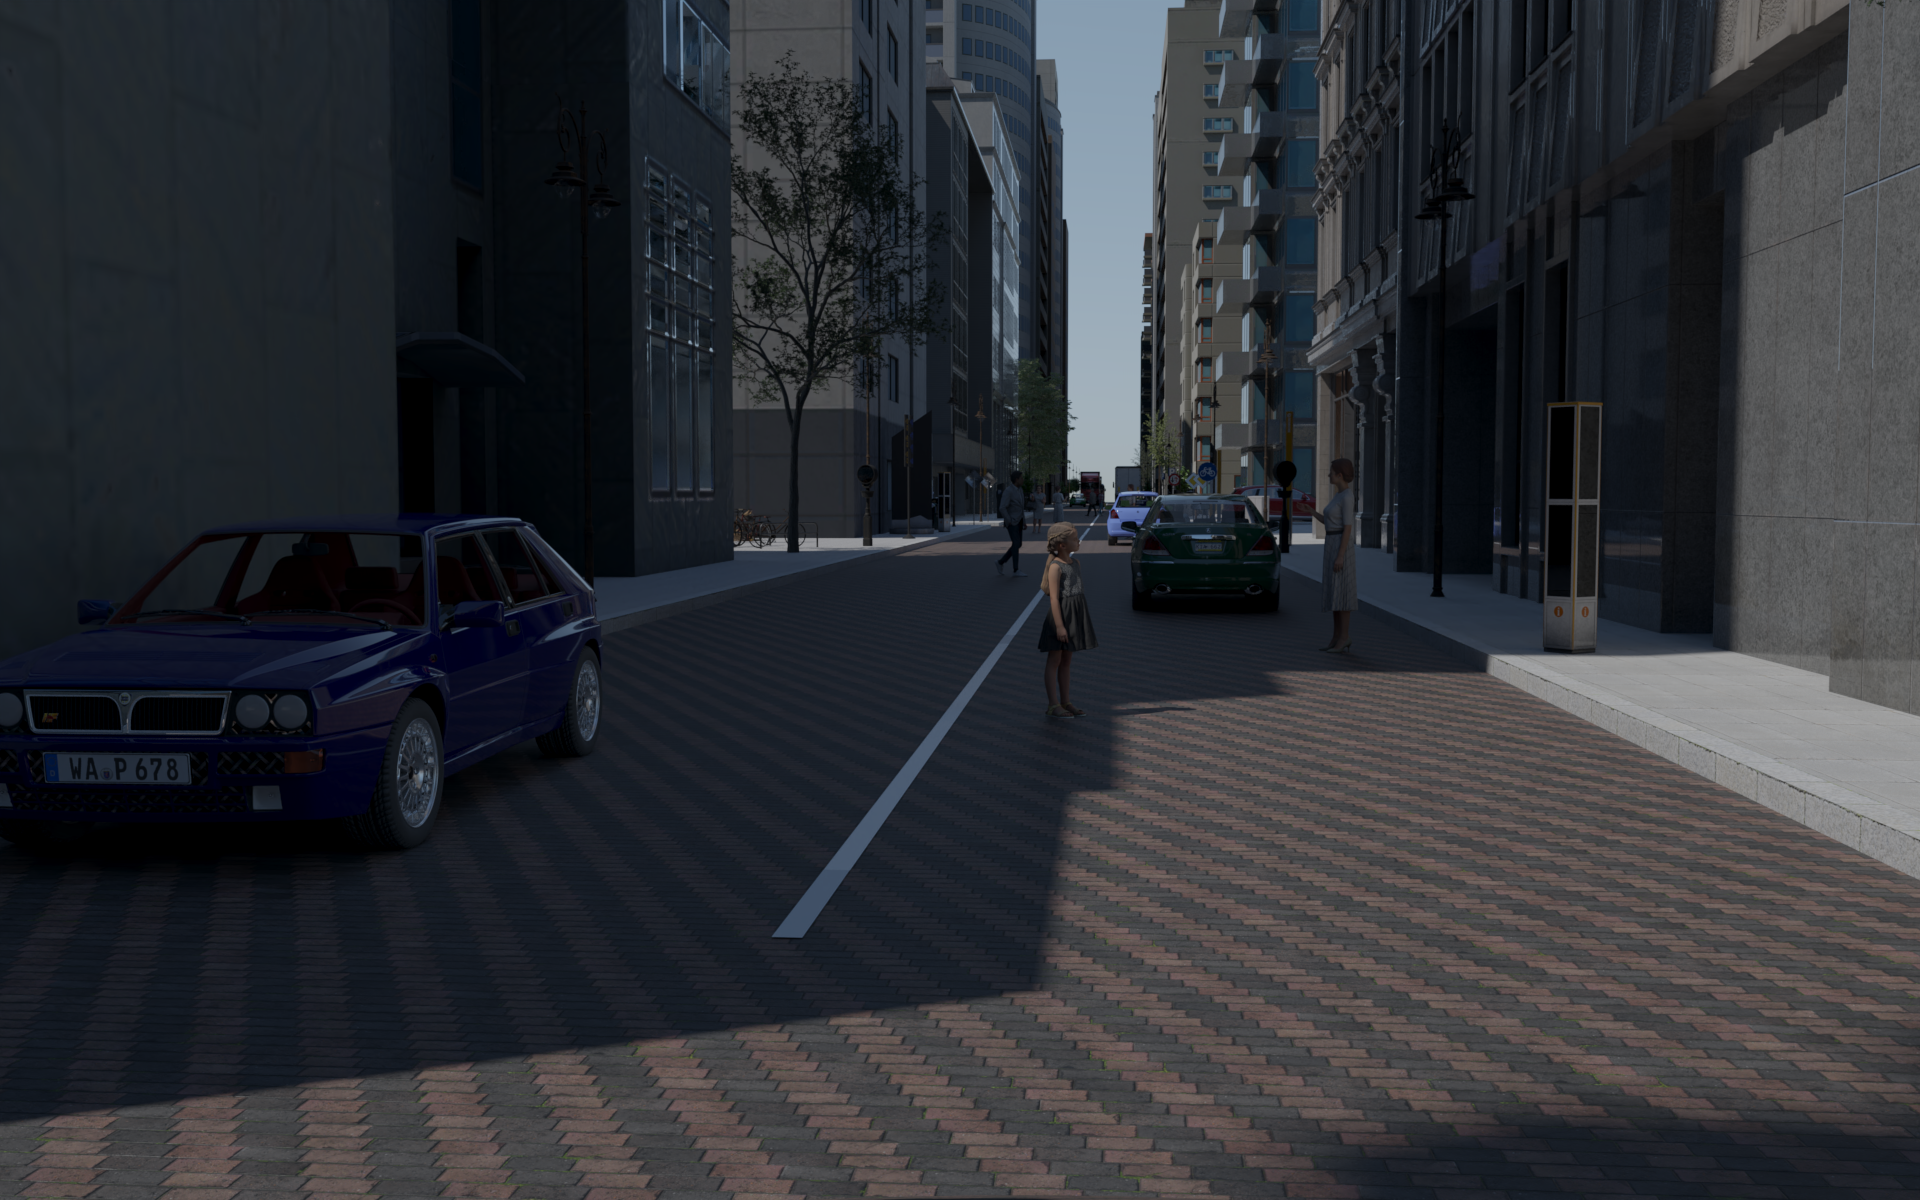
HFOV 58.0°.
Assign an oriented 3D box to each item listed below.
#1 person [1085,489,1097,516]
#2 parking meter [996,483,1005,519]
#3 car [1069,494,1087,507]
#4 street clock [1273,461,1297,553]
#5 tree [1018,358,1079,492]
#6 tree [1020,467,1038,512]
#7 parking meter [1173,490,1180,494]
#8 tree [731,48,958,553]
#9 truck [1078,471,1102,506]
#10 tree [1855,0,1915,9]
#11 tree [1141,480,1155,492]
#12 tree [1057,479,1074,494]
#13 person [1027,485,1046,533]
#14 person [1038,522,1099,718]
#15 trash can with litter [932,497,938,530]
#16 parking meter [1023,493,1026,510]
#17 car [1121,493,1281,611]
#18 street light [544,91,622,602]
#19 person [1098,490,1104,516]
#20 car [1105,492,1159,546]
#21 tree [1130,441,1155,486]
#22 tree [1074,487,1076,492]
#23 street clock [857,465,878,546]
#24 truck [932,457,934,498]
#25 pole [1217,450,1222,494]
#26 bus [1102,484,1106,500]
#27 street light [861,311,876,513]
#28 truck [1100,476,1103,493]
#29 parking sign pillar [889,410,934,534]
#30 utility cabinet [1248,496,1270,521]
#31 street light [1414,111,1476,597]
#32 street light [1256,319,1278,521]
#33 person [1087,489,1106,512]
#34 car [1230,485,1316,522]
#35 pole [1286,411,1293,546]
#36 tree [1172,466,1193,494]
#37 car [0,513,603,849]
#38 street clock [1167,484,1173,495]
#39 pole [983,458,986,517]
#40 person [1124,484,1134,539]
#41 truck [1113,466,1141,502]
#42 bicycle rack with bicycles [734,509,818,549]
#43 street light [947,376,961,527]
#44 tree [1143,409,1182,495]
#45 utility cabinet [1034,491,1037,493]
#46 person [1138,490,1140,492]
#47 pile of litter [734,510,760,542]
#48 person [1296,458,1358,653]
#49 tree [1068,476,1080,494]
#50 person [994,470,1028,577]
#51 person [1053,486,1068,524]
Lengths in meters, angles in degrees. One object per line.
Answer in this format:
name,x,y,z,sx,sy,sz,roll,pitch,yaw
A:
person,8.453,-6.276,111.512,0.834,1.777,0.661,2,4,34
parking meter,2.122,-5.200,90.738,0.399,1.863,0.255,2,4,28
car,12.893,-11.065,189.709,1.959,1.807,4.718,0,4,5
street clock,7.041,-2.020,37.597,0.471,2.002,0.358,-1,4,-11
tree,5.982,-13.854,144.639,7.486,12.596,7.792,0,3,0
tree,4.741,-7.899,123.745,1.663,3.219,1.824,0,3,0
parking meter,12.842,-5.768,102.716,0.372,1.533,0.369,0,3,0
tree,-3.784,-6.295,37.342,8.767,10.594,7.601,1,4,17
truck,16.242,-13.898,216.150,2.839,4.237,11.283,0,4,5
tree,5.202,-4.292,4.582,8.767,10.594,7.601,0,4,5
tree,22.810,-13.251,211.249,1.663,3.219,1.824,0,3,0
tree,13.214,-14.049,224.293,1.663,3.219,1.824,0,3,0
person,2.796,-3.352,63.667,0.716,1.782,0.532,0,4,4
person,0.705,0.122,11.177,0.373,1.253,0.362,3,5,40
trash can with litter,-1.013,-3.095,61.995,0.624,1.170,1.055,-2,4,-25
parking meter,5.074,-7.873,137.126,0.372,1.533,0.369,0,3,0
car,3.176,-0.673,22.799,2.131,1.459,4.920,0,4,6
street light,-4.416,-2.916,20.463,0.468,5.910,1.993,0,4,5
person,9.349,-6.452,114.827,0.643,1.720,0.563,-2,4,-24
car,5.078,-2.425,49.245,1.945,1.707,3.694,0,4,6
tree,25.482,-17.585,237.883,4.360,8.622,3.978,0,3,0
tree,15.768,-15.603,249.705,1.663,3.219,1.824,0,3,0
street clock,-2.271,-2.324,42.567,0.471,2.002,0.358,1,4,21
truck,-9.880,-5.240,75.428,18.799,4.110,2.967,0,4,4
pole,11.997,-5.278,80.140,0.158,3.312,0.155,0,3,0
bus,23.799,-18.652,299.813,2.948,3.499,13.247,0,4,5
street light,-2.333,-4.354,43.969,0.468,5.910,1.993,0,4,5
truck,21.302,-17.536,275.632,2.839,4.237,11.283,0,4,3
parking sign pillar,-1.550,-4.106,55.600,1.447,3.967,1.447,0,4,-2
utility cabinet,9.394,-2.669,54.804,0.306,1.237,1.020,-1,4,-21
street light,5.967,-2.977,21.468,0.468,5.910,1.993,0,4,5
street light,8.112,-4.470,45.875,0.468,5.910,1.993,0,4,5
person,10.666,-7.719,134.925,1.509,1.804,0.699,0,4,-8
car,13.811,-3.981,73.770,5.304,1.827,2.281,0,4,6
pole,8.133,-2.995,42.806,0.158,3.312,0.155,0,3,0
tree,13.959,-7.013,109.257,1.663,3.219,1.824,0,3,0
car,-2.965,0.264,8.257,1.945,1.354,3.894,0,4,4
street clock,15.094,-7.305,124.006,0.471,2.002,0.358,3,4,38
pole,1.421,-6.419,98.792,0.158,3.312,0.155,0,3,0
person,5.311,-2.803,54.900,0.524,1.755,0.480,-2,4,-27
truck,17.191,-11.575,178.159,2.839,4.237,11.283,0,4,4
bicycle rack with bicycles,-4.892,-1.733,41.713,2.925,0.926,2.852,-3,5,-45
street light,-0.239,-5.822,67.982,0.468,5.910,1.993,0,4,5
tree,17.492,-12.061,147.554,4.737,8.622,4.395,0,3,0
utility cabinet,6.207,-8.538,148.269,0.318,1.500,1.173,-2,4,-34
person,15.554,-8.662,150.463,0.374,1.781,0.599,1,4,14
pile of litter,-6.060,-2.039,47.300,1.176,0.858,1.719,0,4,-6
person,3.349,-0.406,15.716,0.524,1.755,0.480,0,4,-3
tree,20.201,-19.768,306.915,4.285,4.588,4.351,0,3,0
person,0.878,-1.337,30.210,0.795,1.843,0.661,2,4,34
person,3.774,-3.445,65.401,0.480,1.755,0.524,2,4,30
